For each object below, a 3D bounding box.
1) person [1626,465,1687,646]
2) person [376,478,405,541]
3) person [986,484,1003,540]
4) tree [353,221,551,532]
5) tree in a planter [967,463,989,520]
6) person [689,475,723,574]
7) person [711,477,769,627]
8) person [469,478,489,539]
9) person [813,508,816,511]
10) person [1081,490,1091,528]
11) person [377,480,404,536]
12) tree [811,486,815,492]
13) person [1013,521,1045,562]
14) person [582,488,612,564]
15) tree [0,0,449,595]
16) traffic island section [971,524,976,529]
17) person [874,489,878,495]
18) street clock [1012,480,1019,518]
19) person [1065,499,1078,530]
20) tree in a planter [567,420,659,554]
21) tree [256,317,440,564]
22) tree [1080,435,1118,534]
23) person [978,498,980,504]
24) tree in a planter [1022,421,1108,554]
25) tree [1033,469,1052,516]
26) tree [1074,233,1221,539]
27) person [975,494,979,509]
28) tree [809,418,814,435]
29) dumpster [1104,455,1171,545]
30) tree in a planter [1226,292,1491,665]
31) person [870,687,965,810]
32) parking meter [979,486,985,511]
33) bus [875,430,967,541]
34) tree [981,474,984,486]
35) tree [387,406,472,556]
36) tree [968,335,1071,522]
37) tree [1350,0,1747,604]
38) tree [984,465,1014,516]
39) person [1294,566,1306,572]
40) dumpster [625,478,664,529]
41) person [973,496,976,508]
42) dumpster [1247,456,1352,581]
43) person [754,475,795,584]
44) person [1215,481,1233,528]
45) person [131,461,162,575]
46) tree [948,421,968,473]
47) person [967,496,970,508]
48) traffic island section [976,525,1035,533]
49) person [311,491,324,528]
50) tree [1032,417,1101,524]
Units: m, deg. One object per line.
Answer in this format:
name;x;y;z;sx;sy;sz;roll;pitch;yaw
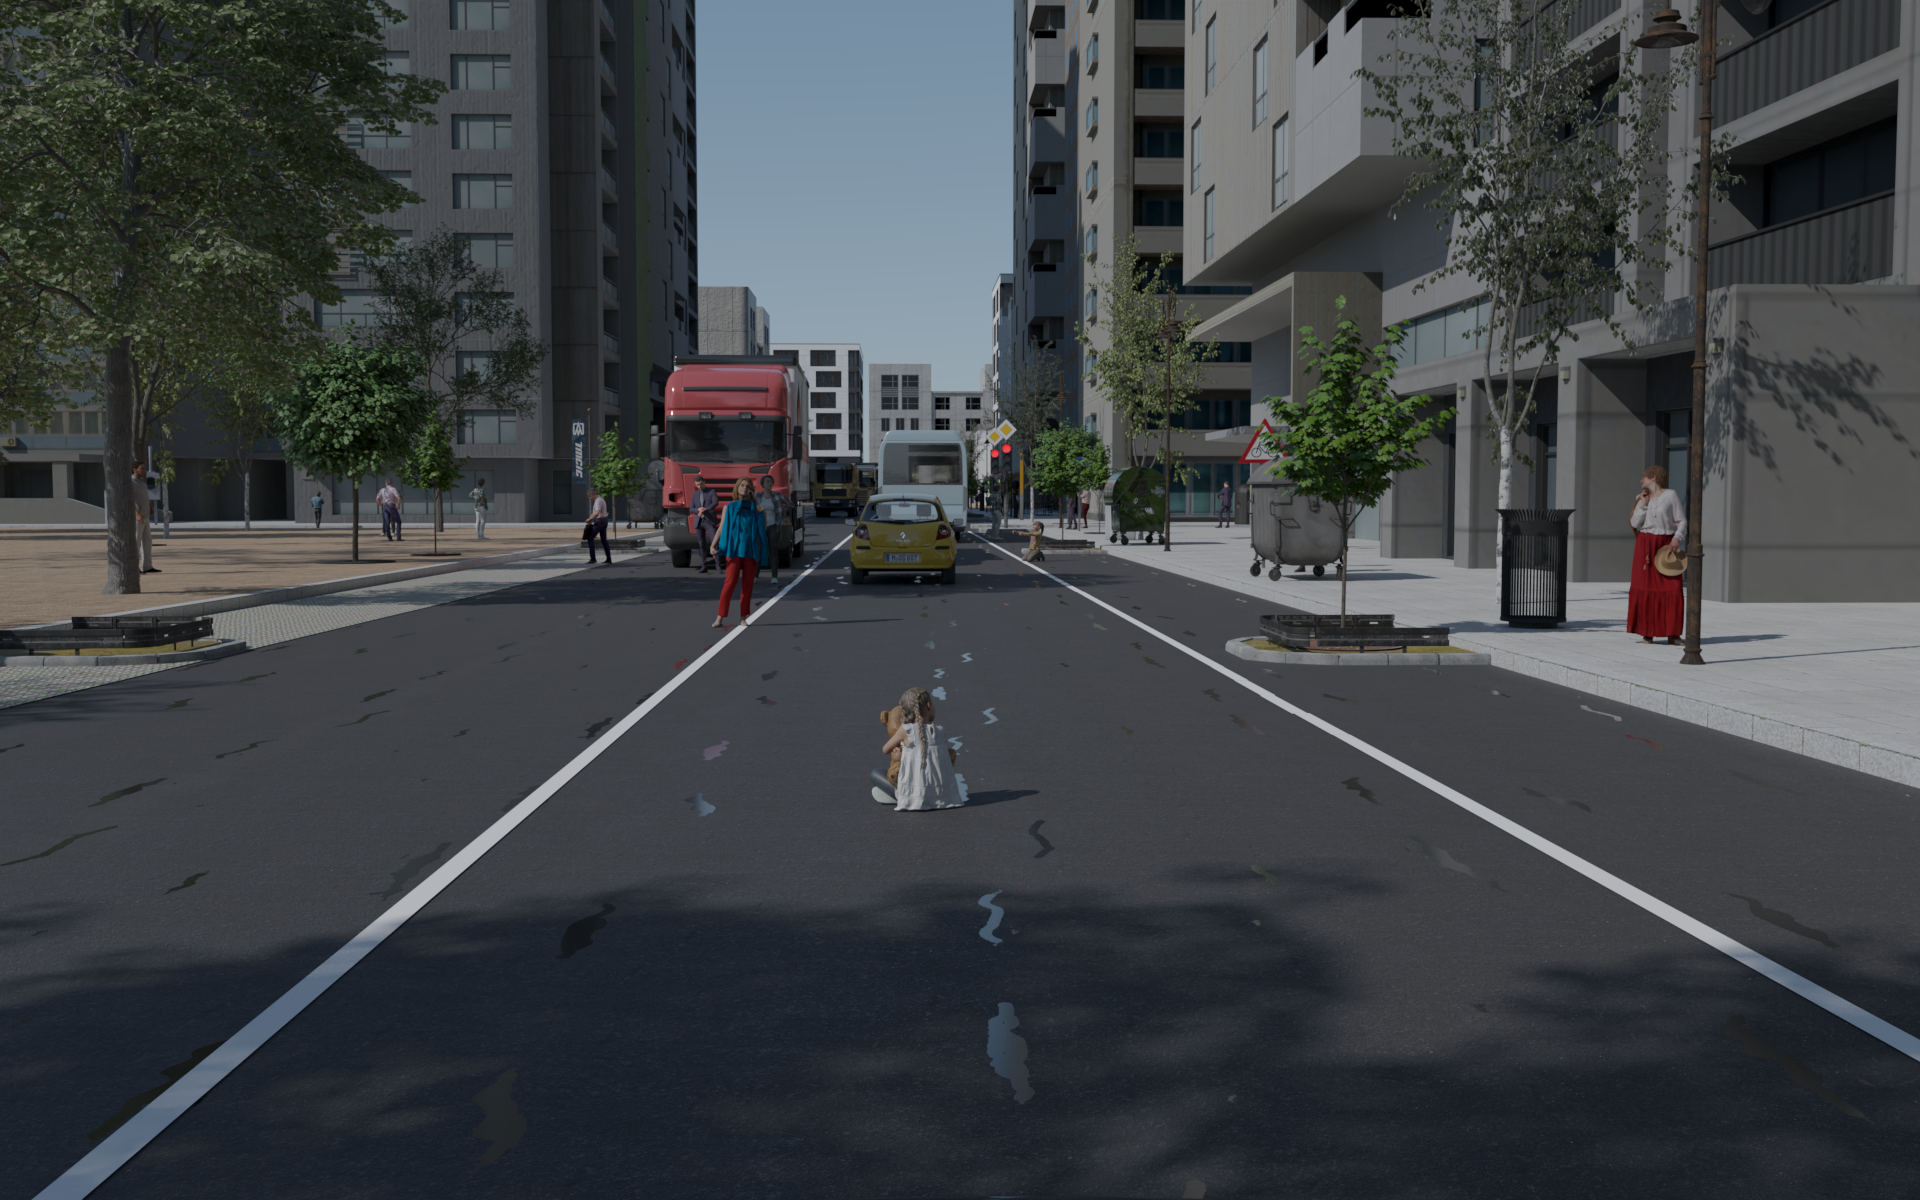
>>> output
person;5.959;-0.382;14.763;0.523;1.526;0.387;3;5;45
person;-15.415;-2.446;46.974;0.756;1.711;0.436;2;4;25
person;1.132;-2.767;54.462;0.376;1.734;0.841;-1;4;-19
tree;-17.419;-7.587;58.454;8.767;10.594;7.601;1;4;20
tree in a planter;0.628;-6.142;97.636;1.991;3.239;1.994;0;4;-2
person;-4.593;-1.364;31.249;0.683;1.767;0.568;1;4;12
person;-2.373;-0.520;18.707;0.593;1.614;0.444;0;4;5
person;-13.696;-2.611;49.461;0.376;1.734;0.841;-2;4;-34
person;-12.330;-8.287;147.905;0.340;1.345;0.435;1;4;12
person;4.624;-3.499;64.714;0.517;1.644;0.566;-1;4;-11
person;-17.275;-2.792;52.410;0.841;1.734;0.376;0;4;8
tree;-17.369;-13.239;211.059;1.663;3.219;1.824;0;3;0
person;1.485;-1.244;36.768;0.695;0.859;0.347;-2;4;-31
person;-7.422;-1.510;35.396;0.590;1.554;0.614;0;4;-7
tree;-10.443;-6.365;22.190;7.486;12.596;7.792;0;3;0
traffic island section;1.479;-3.107;73.082;2.009;0.180;2.903;0;4;-2
person;-6.299;-7.506;131.343;0.434;1.807;0.598;-1;4;-18
street clock;2.949;-5.332;91.744;0.358;2.002;0.471;2;4;26
person;4.001;-3.382;62.254;0.530;1.710;0.541;1;4;14
tree in a planter;-8.413;-2.749;42.176;1.991;3.239;1.994;0;4;-2
tree;-11.330;-2.963;32.156;4.285;4.588;4.351;0;3;0
tree;4.577;-3.744;55.819;1.663;3.219;1.824;0;3;0
person;1.879;-10.103;174.419;0.799;1.438;0.628;2;4;33
tree in a planter;2.523;-2.759;42.336;1.991;3.239;1.994;0;4;-2
tree;4.863;-6.613;102.720;1.663;3.219;1.824;0;3;0
tree;5.148;-6.012;48.652;4.737;8.622;4.395;0;3;0
person;1.559;-8.620;150.212;0.421;1.427;0.697;3;5;44
tree;-15.584;-13.268;142.679;9.928;11.665;9.643;0;3;0
dumpster;4.518;-2.551;44.195;1.502;2.255;1.985;0;4;-2
tree in a planter;3.436;-1.112;15.408;1.991;3.239;1.994;0;4;-2
person;-0.187;0.673;7.971;0.381;0.543;0.357;-2;4;-33
parking meter;1.668;-7.710;131.776;0.255;1.863;0.399;-3;4;-38
bus;-1.347;-3.771;56.517;2.948;3.499;13.247;0;4;-2
tree;2.052;-8.746;137.602;1.663;3.219;1.824;0;3;0
tree;-10.889;-2.545;36.211;1.663;3.219;1.824;0;3;0
tree;3.105;-7.900;79.534;4.360;8.622;3.978;0;3;0
tree;6.584;-4.259;19.998;4.360;8.622;3.978;0;3;0
tree;2.491;-6.604;102.573;1.663;3.219;1.824;0;3;0
person;5.624;-1.331;28.261;0.683;1.767;0.568;2;4;30
dumpster;-11.607;-3.552;63.828;1.264;1.857;1.865;0;4;-2
person;1.511;-9.314;161.548;0.991;1.433;0.599;-1;4;-21
dumpster;5.120;-1.247;26.146;1.264;1.857;1.865;0;4;-2
person;-3.080;-1.129;27.690;0.841;1.734;0.376;0;4;2
person;9.942;-3.603;65.406;0.683;1.767;0.568;-2;4;-35
person;-13.033;-1.310;27.609;0.789;1.805;0.875;0;4;5
tree;0.732;-13.406;169.556;4.360;8.622;3.978;0;3;0
person;0.649;-9.177;156.813;0.721;1.735;1.217;2;4;24
traffic island section;1.752;-2.619;65.101;2.009;0.180;2.903;0;4;-2
person;-25.930;-3.621;69.912;0.499;1.552;0.429;2;4;31
tree;4.699;-5.519;73.948;4.285;4.588;4.351;0;3;0
